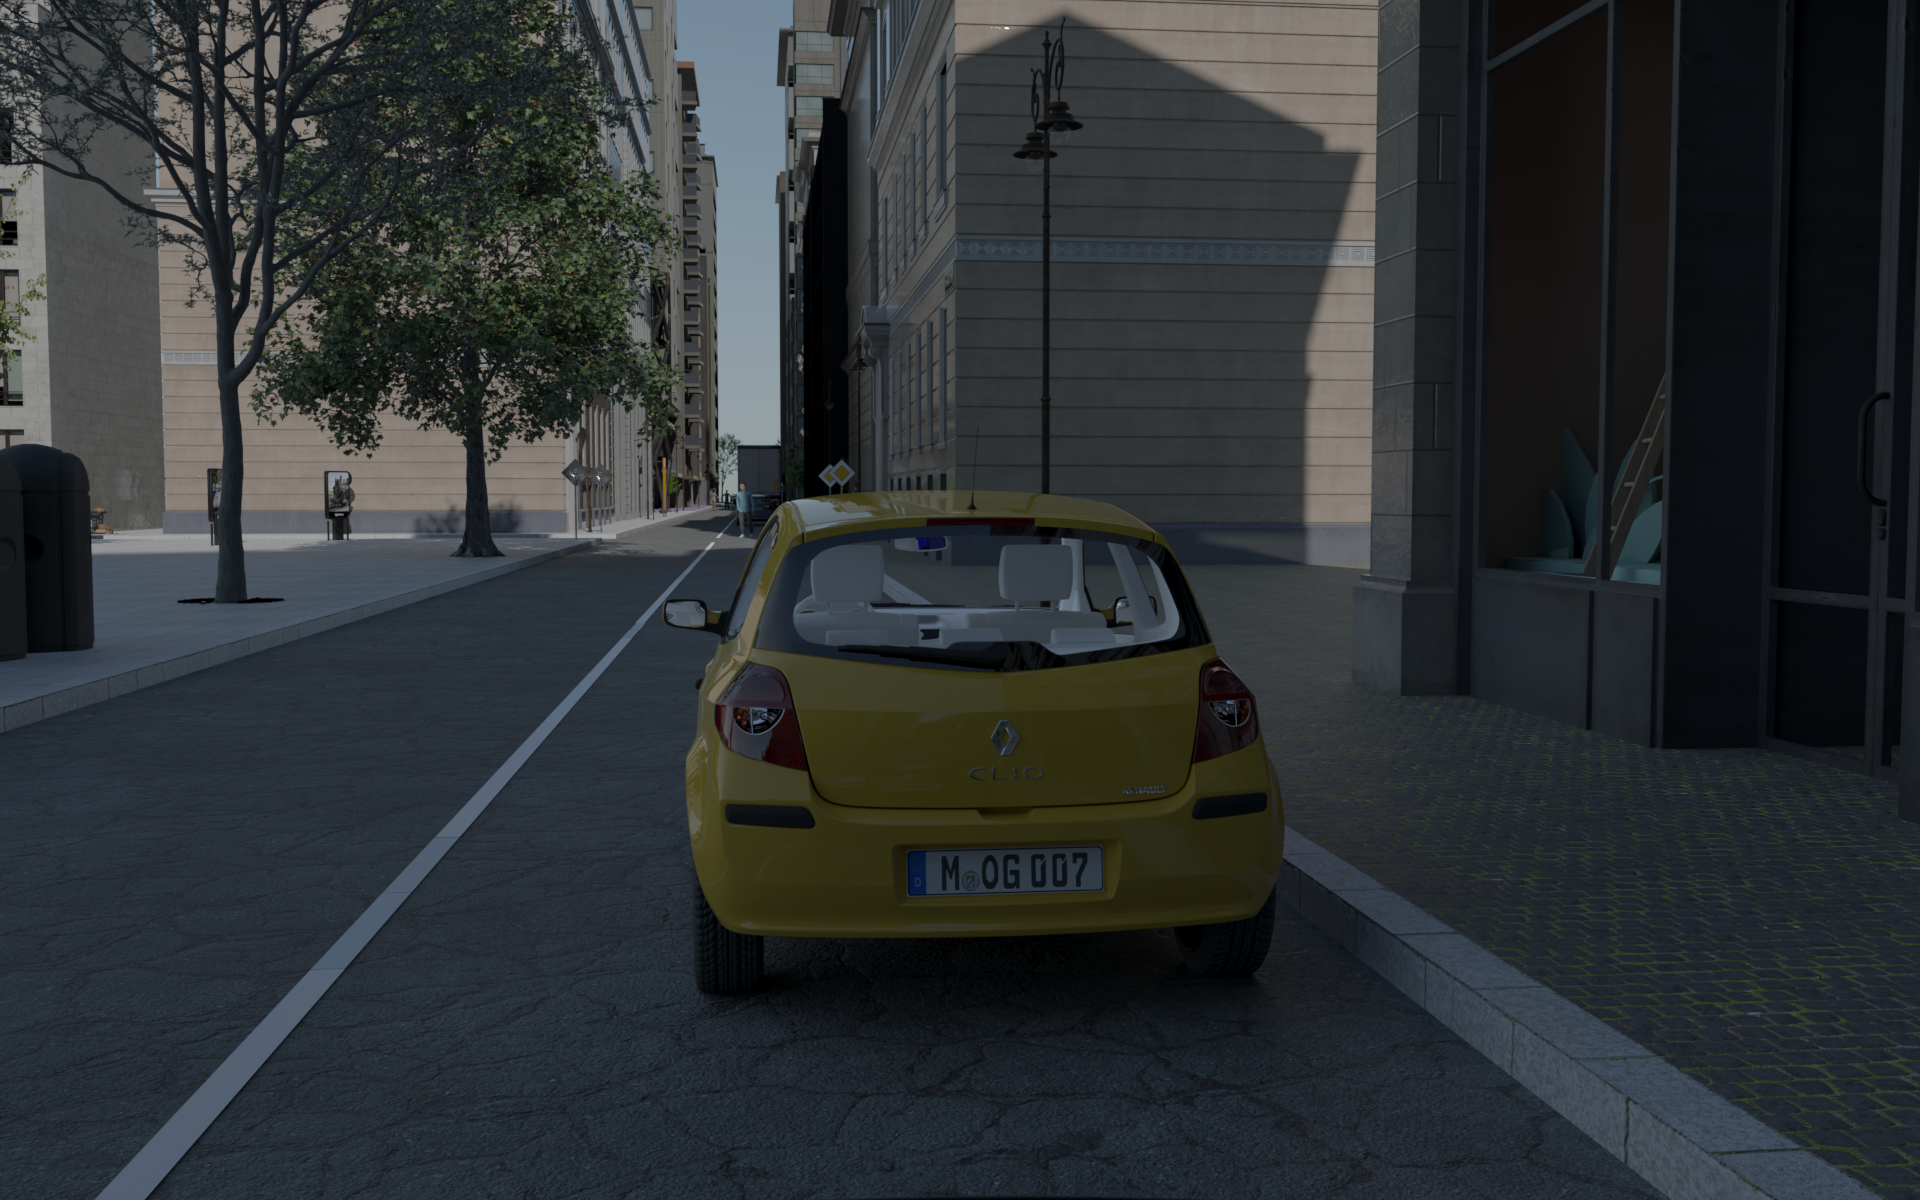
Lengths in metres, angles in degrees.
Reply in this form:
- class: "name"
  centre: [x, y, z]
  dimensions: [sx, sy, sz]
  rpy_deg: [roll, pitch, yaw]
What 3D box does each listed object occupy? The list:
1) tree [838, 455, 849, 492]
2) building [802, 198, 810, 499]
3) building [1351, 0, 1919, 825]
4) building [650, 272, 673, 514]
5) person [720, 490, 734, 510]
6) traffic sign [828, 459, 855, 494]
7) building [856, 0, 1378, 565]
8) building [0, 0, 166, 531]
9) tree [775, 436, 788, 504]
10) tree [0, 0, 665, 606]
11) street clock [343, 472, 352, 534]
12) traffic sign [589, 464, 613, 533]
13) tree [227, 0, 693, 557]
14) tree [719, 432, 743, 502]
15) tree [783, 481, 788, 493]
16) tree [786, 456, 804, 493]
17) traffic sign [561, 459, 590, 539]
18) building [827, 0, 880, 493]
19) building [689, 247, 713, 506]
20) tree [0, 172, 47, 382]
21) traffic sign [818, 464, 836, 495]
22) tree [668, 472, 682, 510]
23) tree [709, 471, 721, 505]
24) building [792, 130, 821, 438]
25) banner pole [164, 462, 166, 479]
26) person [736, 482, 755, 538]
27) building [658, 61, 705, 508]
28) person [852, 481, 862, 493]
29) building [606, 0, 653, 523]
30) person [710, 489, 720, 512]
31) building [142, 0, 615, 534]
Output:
- class: "tree"
  centre: [-4.591, -4.937, 75.325]
  dimensions: [1.663, 3.219, 1.824]
  rpy_deg: [0, 3, 0]
- class: "building"
  centre: [-2.747, -16.584, 100.820]
  dimensions: [12.332, 23.373, 15.834]
  rpy_deg: [0, 4, -7]
- class: "building"
  centre: [7.252, -9.758, 10.459]
  dimensions: [10.553, 20.767, 40.483]
  rpy_deg: [0, 4, -7]
- class: "building"
  centre: [-27.406, -15.023, 113.085]
  dimensions: [16.820, 18.784, 16.811]
  rpy_deg: [0, 4, -7]
- class: "person"
  centre: [-21.435, -9.221, 159.249]
  dimensions: [1.348, 1.826, 0.705]
  rpy_deg: [0, 4, -2]
- class: "traffic sign"
  centre: [-3.413, -2.837, 50.030]
  dimensions: [0.795, 2.450, 0.064]
  rpy_deg: [0, 4, -7]
- class: "building"
  centre: [4.891, -15.565, 40.391]
  dimensions: [13.634, 28.700, 20.117]
  rpy_deg: [0, 4, -7]
- class: "building"
  centre: [-37.463, -12.438, 58.109]
  dimensions: [16.860, 20.320, 10.420]
  rpy_deg: [0, 4, -7]
- class: "tree"
  centre: [-22.605, -16.608, 221.899]
  dimensions: [4.737, 8.622, 4.395]
  rpy_deg: [0, 3, 0]
- class: "tree"
  centre: [-8.468, -6.710, 20.084]
  dimensions: [12.009, 13.543, 11.850]
  rpy_deg: [0, 3, 0]
- class: "street clock"
  centre: [-19.643, -3.103, 55.305]
  dimensions: [0.471, 2.002, 0.358]
  rpy_deg: [2, 4, 31]
- class: "traffic sign"
  centre: [-11.837, -3.270, 57.106]
  dimensions: [0.795, 2.450, 0.064]
  rpy_deg: [0, 4, -7]
- class: "tree"
  centre: [-10.031, -7.234, 35.278]
  dimensions: [9.611, 12.733, 9.660]
  rpy_deg: [0, 3, 0]
- class: "tree"
  centre: [-39.663, -22.263, 289.748]
  dimensions: [9.928, 11.665, 9.643]
  rpy_deg: [0, 3, 0]
- class: "tree"
  centre: [-21.337, -13.611, 217.139]
  dimensions: [1.663, 3.219, 1.824]
  rpy_deg: [0, 3, 0]
- class: "tree"
  centre: [-11.992, -9.262, 135.146]
  dimensions: [4.285, 4.588, 4.351]
  rpy_deg: [0, 3, 0]
- class: "traffic sign"
  centre: [-10.908, -2.785, 49.175]
  dimensions: [0.795, 2.450, 0.064]
  rpy_deg: [0, 4, -7]
- class: "building"
  centre: [10.257, -14.298, 67.056]
  dimensions: [30.059, 22.955, 16.112]
  rpy_deg: [0, 4, -7]
- class: "building"
  centre: [-35.437, -25.838, 194.148]
  dimensions: [14.160, 30.474, 14.107]
  rpy_deg: [0, 4, -7]
- class: "tree"
  centre: [-21.257, -5.253, 36.249]
  dimensions: [4.737, 8.622, 4.395]
  rpy_deg: [0, 3, 0]
- class: "traffic sign"
  centre: [-4.342, -3.322, 57.961]
  dimensions: [0.795, 2.450, 0.064]
  rpy_deg: [0, 4, -7]
- class: "tree"
  centre: [-21.555, -8.234, 129.233]
  dimensions: [1.663, 3.219, 1.824]
  rpy_deg: [0, 3, 0]
- class: "tree"
  centre: [-30.606, -13.751, 208.541]
  dimensions: [4.285, 4.588, 4.351]
  rpy_deg: [0, 3, 0]
- class: "building"
  centre: [-4.374, -20.399, 120.917]
  dimensions: [14.401, 28.519, 23.554]
  rpy_deg: [0, 4, -7]
- class: "banner pole"
  centre: [-44.349, -6.527, 96.739]
  dimensions: [0.863, 3.779, 0.401]
  rpy_deg: [0, 4, 4]
- class: "person"
  centre: [-7.073, -2.982, 57.278]
  dimensions: [0.660, 1.820, 0.620]
  rpy_deg: [1, 4, 10]
- class: "building"
  centre: [-36.933, -31.640, 171.944]
  dimensions: [22.147, 44.769, 28.867]
  rpy_deg: [0, 4, -7]
- class: "person"
  centre: [-3.127, -2.708, 52.794]
  dimensions: [0.581, 1.822, 0.654]
  rpy_deg: [-2, 4, -35]
- class: "building"
  centre: [-22.428, -19.108, 89.908]
  dimensions: [11.434, 29.767, 29.804]
  rpy_deg: [0, 4, -7]
- class: "person"
  centre: [-20.077, -8.137, 141.550]
  dimensions: [0.705, 1.824, 1.348]
  rpy_deg: [-3, 5, -45]
- class: "building"
  centre: [-20.282, -17.077, 65.106]
  dimensions: [13.634, 28.700, 20.117]
  rpy_deg: [0, 4, -7]
